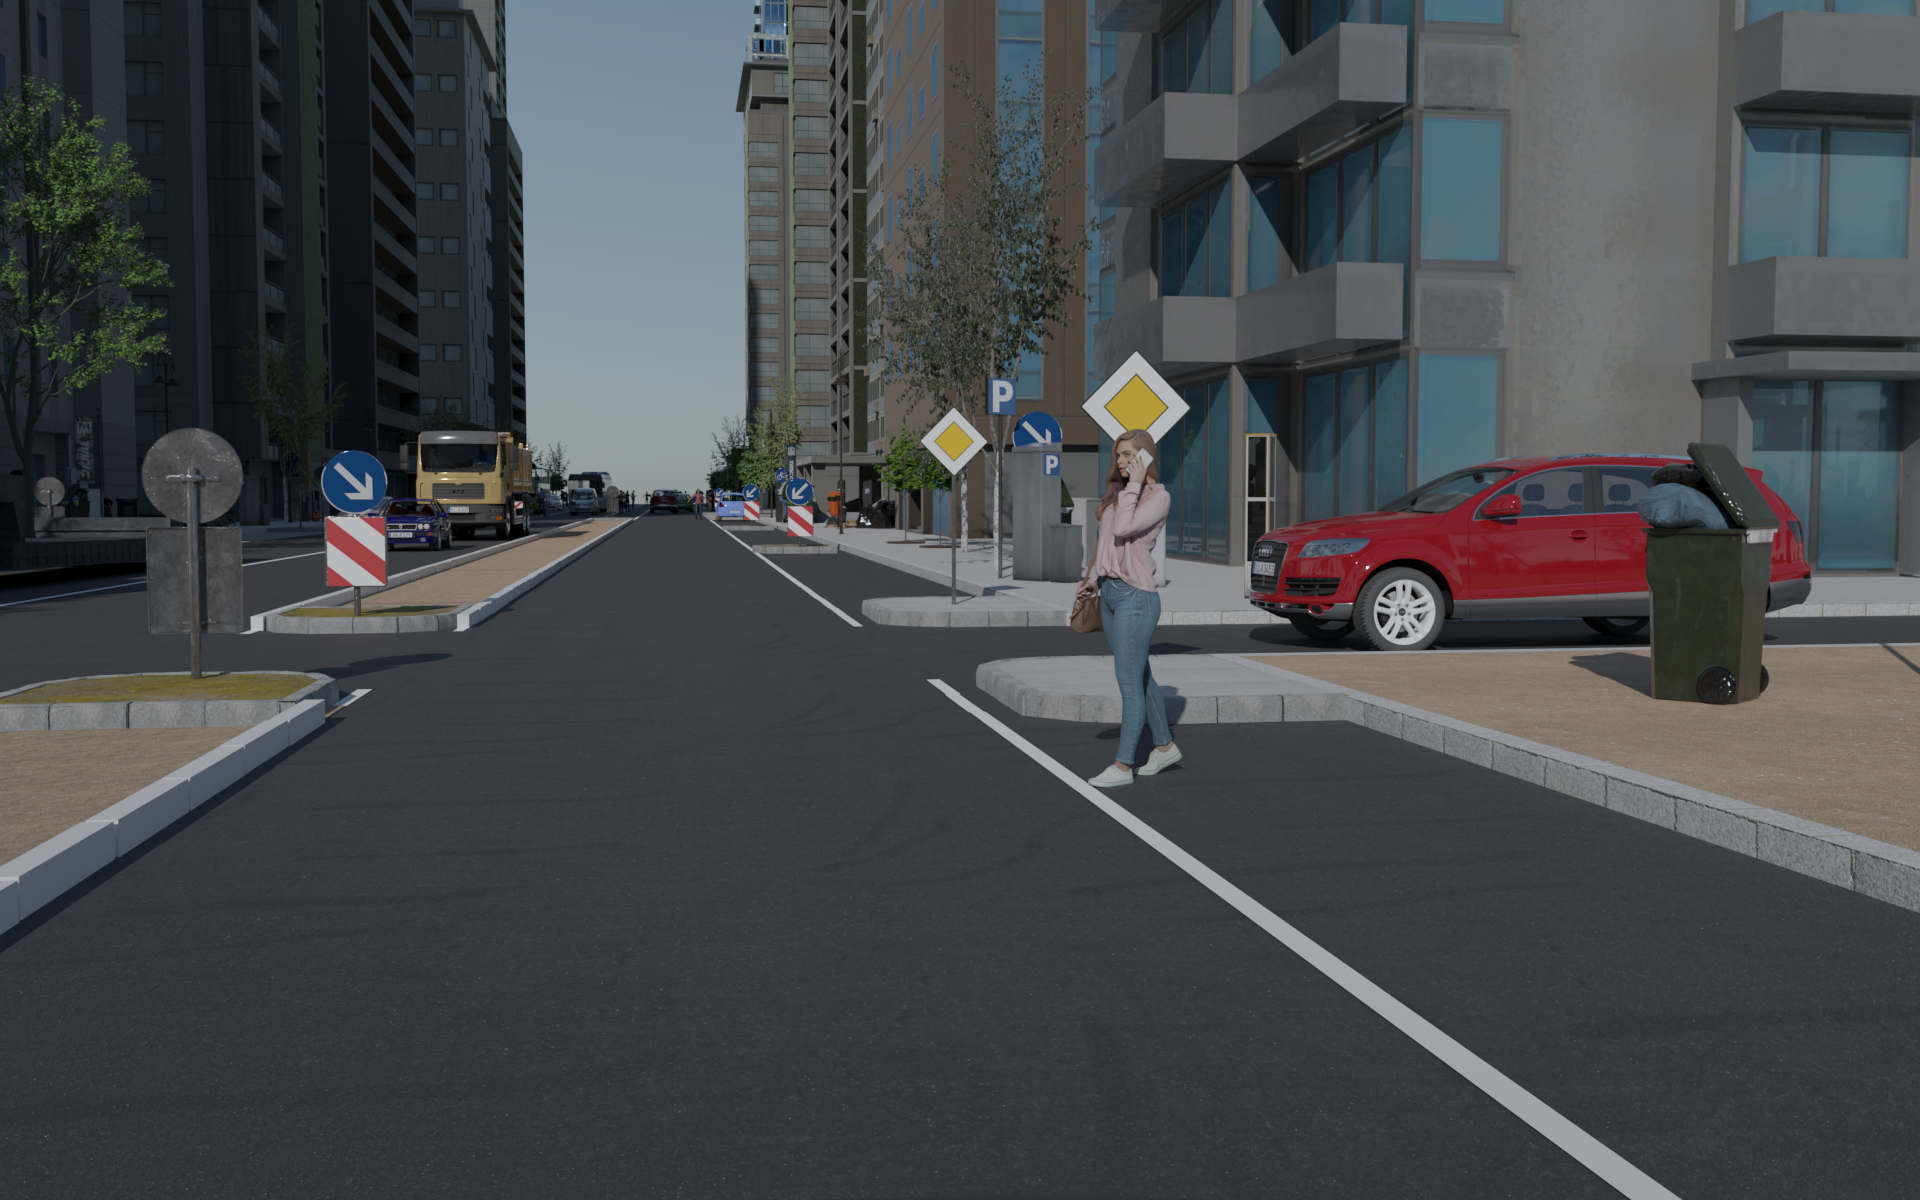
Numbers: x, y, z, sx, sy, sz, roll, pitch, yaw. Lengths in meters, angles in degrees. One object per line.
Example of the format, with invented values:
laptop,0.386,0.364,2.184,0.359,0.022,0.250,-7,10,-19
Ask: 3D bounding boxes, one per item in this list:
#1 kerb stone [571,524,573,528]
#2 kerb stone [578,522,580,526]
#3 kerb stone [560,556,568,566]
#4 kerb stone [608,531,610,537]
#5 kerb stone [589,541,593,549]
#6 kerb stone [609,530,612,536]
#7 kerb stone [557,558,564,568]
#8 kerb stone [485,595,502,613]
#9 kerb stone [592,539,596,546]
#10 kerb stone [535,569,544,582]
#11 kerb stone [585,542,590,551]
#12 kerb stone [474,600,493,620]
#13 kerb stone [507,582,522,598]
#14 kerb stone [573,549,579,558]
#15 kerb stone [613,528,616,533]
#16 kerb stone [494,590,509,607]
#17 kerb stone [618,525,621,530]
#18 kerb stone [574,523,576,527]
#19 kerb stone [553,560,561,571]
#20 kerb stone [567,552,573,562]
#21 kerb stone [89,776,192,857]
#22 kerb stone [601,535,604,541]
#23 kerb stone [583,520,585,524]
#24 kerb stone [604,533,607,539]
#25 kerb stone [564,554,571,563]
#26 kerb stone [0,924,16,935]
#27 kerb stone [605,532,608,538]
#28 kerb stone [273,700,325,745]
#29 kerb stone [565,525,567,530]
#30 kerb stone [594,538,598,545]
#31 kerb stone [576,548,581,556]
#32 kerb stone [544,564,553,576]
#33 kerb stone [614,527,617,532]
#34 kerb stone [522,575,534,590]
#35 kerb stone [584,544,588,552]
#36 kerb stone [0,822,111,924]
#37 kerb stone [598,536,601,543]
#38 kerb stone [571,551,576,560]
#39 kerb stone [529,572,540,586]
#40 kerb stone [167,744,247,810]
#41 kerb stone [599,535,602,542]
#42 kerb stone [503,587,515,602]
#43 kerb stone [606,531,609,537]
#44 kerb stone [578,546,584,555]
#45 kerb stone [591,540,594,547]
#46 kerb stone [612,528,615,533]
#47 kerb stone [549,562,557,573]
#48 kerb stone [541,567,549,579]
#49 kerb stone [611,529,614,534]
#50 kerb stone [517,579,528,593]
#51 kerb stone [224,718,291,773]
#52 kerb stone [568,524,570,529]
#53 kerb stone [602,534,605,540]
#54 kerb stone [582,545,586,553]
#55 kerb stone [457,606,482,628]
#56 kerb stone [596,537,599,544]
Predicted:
kerb stone,-16.119,-2.998,71.210,0.120,0.150,1.000,-1,4,-9
kerb stone,-16.948,-3.307,76.263,0.120,0.150,1.000,-1,4,-9
kerb stone,-7.877,-0.730,34.127,0.120,0.150,1.000,-1,4,-9
kerb stone,-11.541,-2.090,56.374,0.120,0.150,1.000,-1,4,-9
kerb stone,-9.537,-1.348,44.239,0.120,0.150,1.000,-1,4,-9
kerb stone,-11.709,-2.153,57.391,0.120,0.150,1.000,-1,4,-9
kerb stone,-7.717,-0.668,33.117,0.120,0.150,1.000,-1,4,-9
kerb stone,-5.704,0.072,21.012,0.120,0.150,1.000,-1,4,-9
kerb stone,-9.880,-1.471,46.270,0.120,0.150,1.000,-1,4,-9
kerb stone,-6.884,-0.359,28.073,0.120,0.150,1.000,-1,4,-9
kerb stone,-9.379,-1.286,43.223,0.120,0.150,1.000,-1,4,-9
kerb stone,-5.544,0.134,20.002,0.120,0.150,1.000,-1,4,-9
kerb stone,-6.220,-0.112,24.038,0.120,0.150,1.000,-1,4,-9
kerb stone,-8.546,-0.977,38.169,0.120,0.150,1.000,-1,4,-9
kerb stone,-12.379,-2.401,61.446,0.120,0.150,1.000,-1,4,-9
kerb stone,-5.876,0.011,22.019,0.120,0.150,1.000,-1,4,-9
kerb stone,-13.210,-2.707,66.505,0.120,0.150,1.000,-1,4,-9
kerb stone,-16.451,-3.120,73.238,0.120,0.150,1.000,-1,4,-9
kerb stone,-7.547,-0.606,32.110,0.120,0.150,1.000,-1,4,-9
kerb stone,-8.214,-0.853,36.145,0.120,0.150,1.000,-1,4,-9
kerb stone,-3.457,0.911,7.308,0.120,0.150,1.000,-1,4,-9
kerb stone,-10.715,-1.782,51.331,0.120,0.150,1.000,-1,4,-9
kerb stone,-17.613,-3.554,80.307,0.120,0.150,1.000,-1,4,-9
kerb stone,-11.044,-1.901,53.349,0.120,0.150,1.000,-1,4,-9
kerb stone,-8.044,-0.792,35.137,0.120,0.150,1.000,-1,4,-9
kerb stone,-3.124,1.041,5.284,0.120,0.150,1.000,-1,4,-9
kerb stone,-11.221,-1.967,54.355,0.120,0.150,1.000,-1,4,-9
kerb stone,-3.954,0.728,10.341,0.120,0.150,1.000,-1,4,-9
kerb stone,-15.449,-2.750,67.177,0.120,0.150,1.000,-1,4,-9
kerb stone,-10.044,-1.534,47.280,0.120,0.150,1.000,-1,4,-9
kerb stone,-8.711,-1.039,39.186,0.120,0.150,1.000,-1,4,-9
kerb stone,-7.209,-0.482,30.094,0.120,0.150,1.000,-1,4,-9
kerb stone,-12.545,-2.462,62.455,0.120,0.150,1.000,-1,4,-9
kerb stone,-6.545,-0.236,26.056,0.120,0.150,1.000,-1,4,-9
kerb stone,-9.210,-1.222,42.215,0.120,0.150,1.000,-1,4,-9
kerb stone,-3.295,0.973,6.292,0.120,0.150,1.000,-1,4,-9
kerb stone,-10.375,-1.657,49.308,0.120,0.150,1.000,-1,4,-9
kerb stone,-8.375,-0.915,37.156,0.120,0.150,1.000,-1,4,-9
kerb stone,-6.705,-0.295,27.067,0.120,0.150,1.000,-1,4,-9
kerb stone,-3.622,0.849,8.317,0.120,0.150,1.000,-1,4,-9
kerb stone,-10.547,-1.714,50.316,0.120,0.150,1.000,-1,4,-9
kerb stone,-6.053,-0.044,23.030,0.120,0.150,1.000,-1,4,-9
kerb stone,-11.372,-2.027,55.367,0.120,0.150,1.000,-1,4,-9
kerb stone,-8.878,-1.101,40.198,0.120,0.150,1.000,-1,4,-9
kerb stone,-9.714,-1.410,45.253,0.120,0.150,1.000,-1,4,-9
kerb stone,-12.215,-2.338,60.434,0.120,0.150,1.000,-1,4,-9
kerb stone,-7.380,-0.538,31.102,0.120,0.150,1.000,-1,4,-9
kerb stone,-7.045,-0.419,29.083,0.120,0.150,1.000,-1,4,-9
kerb stone,-12.046,-2.276,59.425,0.120,0.150,1.000,-1,4,-9
kerb stone,-6.385,-0.174,25.046,0.120,0.150,1.000,-1,4,-9
kerb stone,-3.792,0.787,9.329,0.120,0.150,1.000,-1,4,-9
kerb stone,-15.784,-2.875,69.194,0.120,0.150,1.000,-1,4,-9
kerb stone,-10.876,-1.844,52.341,0.120,0.150,1.000,-1,4,-9
kerb stone,-9.046,-1.160,41.206,0.120,0.150,1.000,-1,4,-9
kerb stone,-5.387,0.201,18.988,0.120,0.150,1.000,-1,4,-9
kerb stone,-10.211,-1.595,48.288,0.120,0.150,1.000,-1,4,-9
